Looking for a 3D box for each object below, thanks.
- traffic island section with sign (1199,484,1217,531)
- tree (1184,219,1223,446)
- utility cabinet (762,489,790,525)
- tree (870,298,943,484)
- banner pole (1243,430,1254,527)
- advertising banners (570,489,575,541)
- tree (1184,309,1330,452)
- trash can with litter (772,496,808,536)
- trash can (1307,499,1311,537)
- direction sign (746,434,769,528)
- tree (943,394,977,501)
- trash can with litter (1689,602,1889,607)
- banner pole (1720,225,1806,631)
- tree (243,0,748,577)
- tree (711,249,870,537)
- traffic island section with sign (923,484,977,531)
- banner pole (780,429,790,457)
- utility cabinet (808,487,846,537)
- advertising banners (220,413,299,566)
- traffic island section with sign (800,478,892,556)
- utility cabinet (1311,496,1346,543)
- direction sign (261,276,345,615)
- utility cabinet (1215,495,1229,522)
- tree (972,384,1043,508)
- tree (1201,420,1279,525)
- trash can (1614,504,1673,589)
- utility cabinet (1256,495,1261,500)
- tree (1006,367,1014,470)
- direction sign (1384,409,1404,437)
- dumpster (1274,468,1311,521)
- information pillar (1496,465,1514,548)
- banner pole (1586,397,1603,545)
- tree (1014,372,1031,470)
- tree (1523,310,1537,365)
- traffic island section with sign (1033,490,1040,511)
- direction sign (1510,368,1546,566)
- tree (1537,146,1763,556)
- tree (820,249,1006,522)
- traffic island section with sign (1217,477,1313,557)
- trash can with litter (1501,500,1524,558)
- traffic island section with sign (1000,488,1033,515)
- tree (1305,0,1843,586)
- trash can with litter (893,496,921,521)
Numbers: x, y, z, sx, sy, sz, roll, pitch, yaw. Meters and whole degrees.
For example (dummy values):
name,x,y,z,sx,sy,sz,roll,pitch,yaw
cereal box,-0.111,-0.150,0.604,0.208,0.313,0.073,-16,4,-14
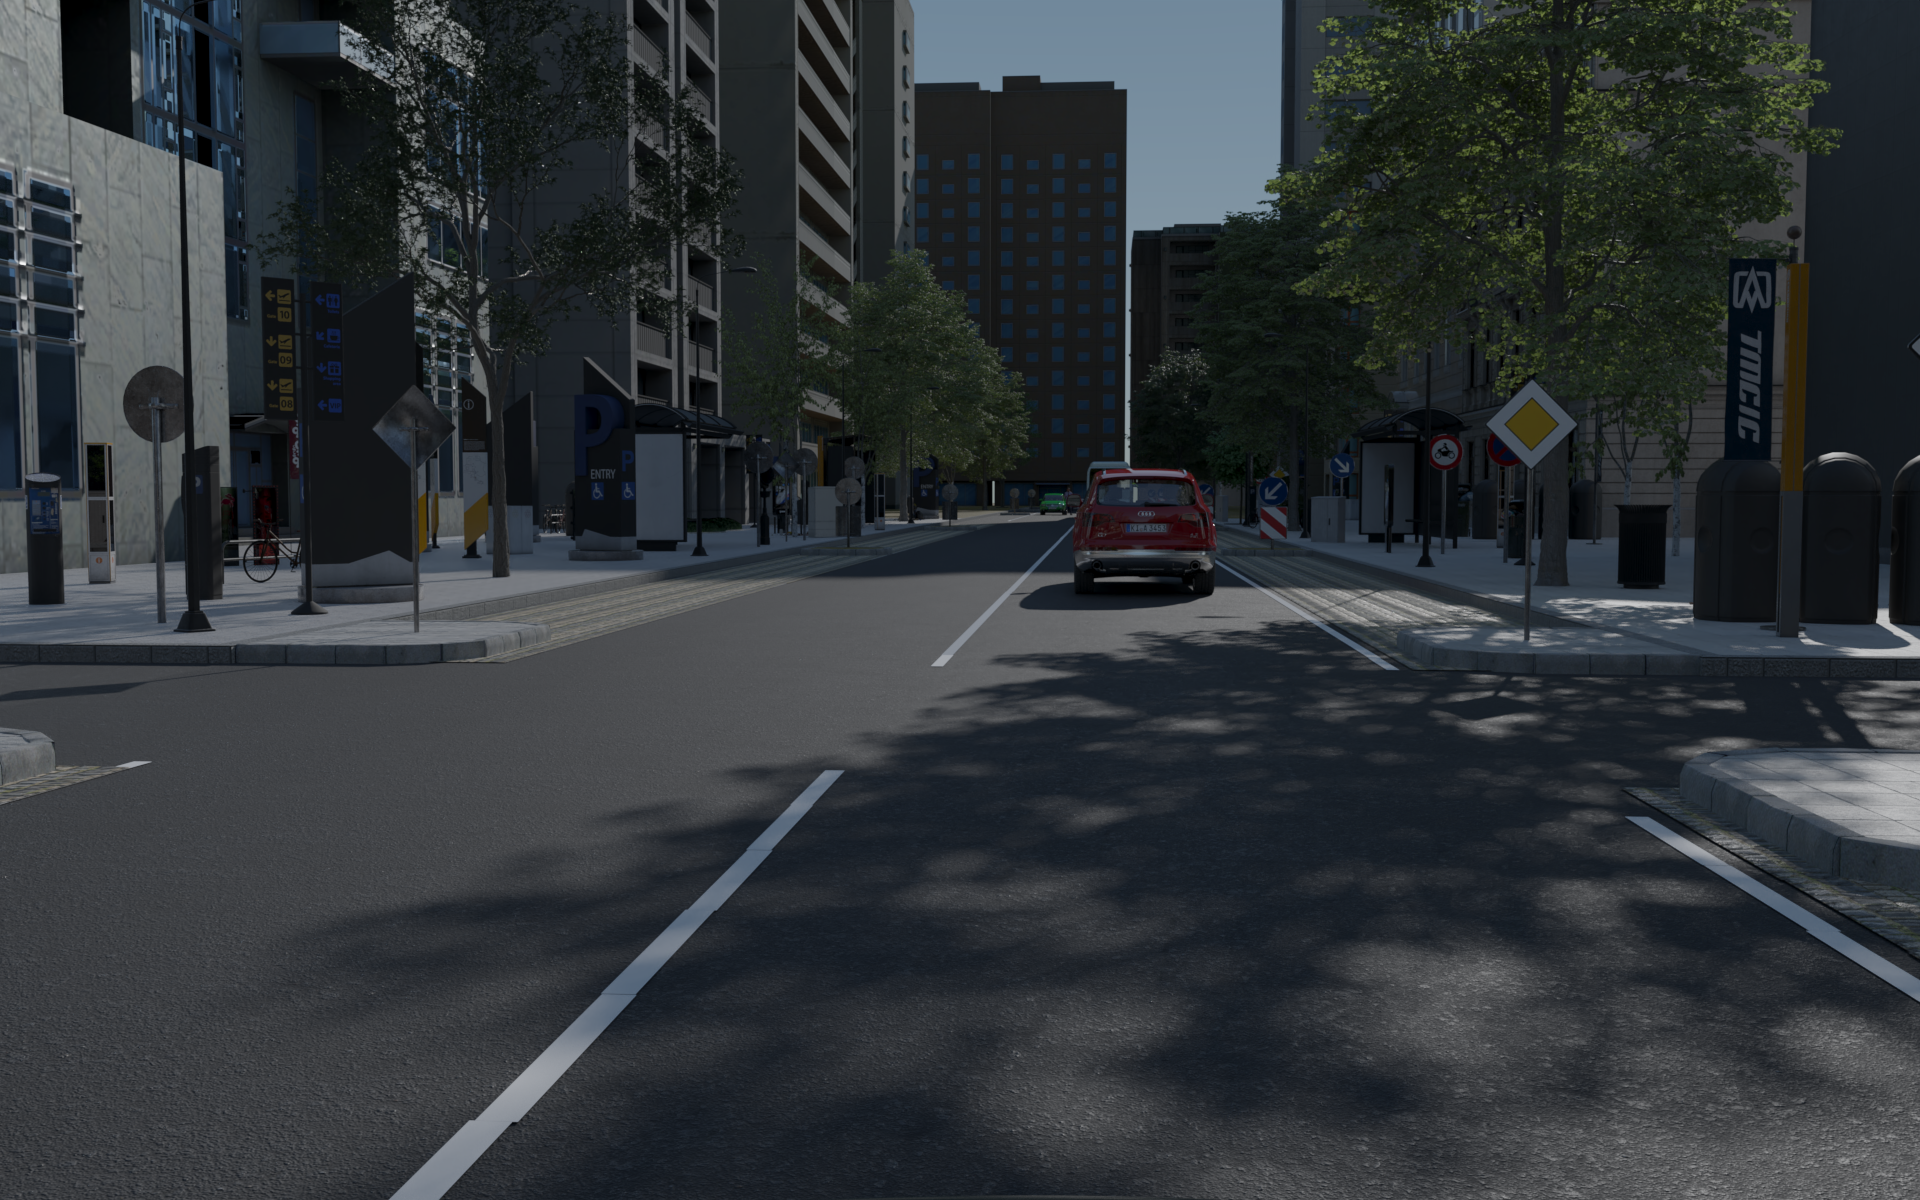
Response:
name,x,y,z,sx,sy,sz,roll,pitch,yaw
traffic island section with sign,9.364,-3.583,67.210,1.989,1.847,2.006,0,4,5
tree,11.392,-8.630,59.223,7.486,12.596,7.792,0,3,0
utility cabinet,-7.617,-3.855,71.704,1.173,1.500,0.318,1,4,21
tree,-3.363,-6.963,64.205,4.737,8.622,4.395,0,3,0
banner pole,11.286,-4.725,67.274,0.401,3.779,0.863,0,4,-4
advertising banners,-10.353,-3.191,48.368,0.090,3.025,2.074,1,4,16
tree,13.955,-8.971,81.094,7.601,10.594,8.767,1,4,13
trash can with litter,-4.895,-2.580,53.241,1.678,1.210,2.233,-3,4,-39
trash can,10.570,-2.432,51.419,0.748,1.137,0.748,0,3,0
direction sign,-7.836,-4.526,65.999,0.876,3.537,0.379,3,5,40
tree,-0.668,-9.512,105.879,4.737,8.622,4.395,0,3,0
trash can with litter,9.720,-0.556,20.147,2.233,1.210,1.678,2,4,24
banner pole,7.547,-1.604,16.237,0.863,3.779,0.401,0,4,-5
tree,-6.983,-5.649,26.779,8.767,10.594,7.601,1,4,14
tree,-5.156,-6.174,51.314,4.737,8.622,4.395,0,3,0
traffic island section with sign,-0.356,-3.638,68.103,1.989,1.847,2.006,0,4,5
banner pole,-6.744,-4.673,66.422,0.401,3.779,0.863,-3,4,-36
utility cabinet,-3.969,-2.593,51.078,0.318,1.500,1.173,3,5,40
advertising banners,-12.556,-2.142,31.202,0.090,3.025,2.074,3,5,39
traffic island section with sign,-2.642,-1.975,40.925,1.989,1.847,2.006,0,4,5
utility cabinet,9.776,-2.132,46.017,0.306,1.237,1.020,-2,4,-32
direction sign,-6.958,-1.616,18.419,0.379,3.537,0.876,3,5,43
utility cabinet,12.145,-4.234,80.383,0.306,1.237,1.020,-1,4,-10
tree,3.927,-14.485,162.579,9.928,11.665,9.643,0,3,0
tree,11.812,-5.473,73.193,4.285,4.588,4.351,0,3,0
trash can,9.263,-0.726,23.519,0.748,1.137,0.748,0,3,0
utility cabinet,14.852,-4.478,84.372,1.020,1.237,0.306,1,4,9
tree,-1.288,-10.805,94.796,7.486,12.596,7.792,0,3,0
direction sign,11.664,-3.342,46.637,0.876,3.537,0.379,-3,5,-40
dumpster,12.564,-3.898,66.230,1.502,2.255,1.985,0,4,5
information pillar,12.966,-2.243,41.167,0.304,2.012,0.304,3,4,37
banner pole,16.134,-3.289,43.798,0.401,3.779,0.863,0,4,8
tree,1.834,-13.191,133.800,7.486,12.596,7.792,0,3,0
tree,15.324,-5.475,39.872,4.737,8.622,4.395,0,3,0
traffic island section with sign,6.055,-8.318,144.626,1.989,1.847,2.006,0,4,5
direction sign,10.175,-2.392,31.100,0.876,3.537,0.379,-2,4,-31
tree,14.530,-5.207,35.499,4.737,8.622,4.395,0,3,0
tree,-2.628,-9.907,80.106,7.486,12.596,7.792,0,3,0
traffic island section with sign,7.113,-1.940,40.348,1.989,1.847,2.006,0,4,5
trash can with litter,11.154,-1.436,34.873,0.624,1.170,1.055,1,4,11
traffic island section with sign,3.769,-6.655,117.440,1.989,1.847,2.006,0,4,5
tree,8.214,-6.495,24.327,7.486,12.596,7.792,0,3,0
trash can with litter,-2.686,-4.445,83.731,1.678,1.210,2.233,2,4,26
